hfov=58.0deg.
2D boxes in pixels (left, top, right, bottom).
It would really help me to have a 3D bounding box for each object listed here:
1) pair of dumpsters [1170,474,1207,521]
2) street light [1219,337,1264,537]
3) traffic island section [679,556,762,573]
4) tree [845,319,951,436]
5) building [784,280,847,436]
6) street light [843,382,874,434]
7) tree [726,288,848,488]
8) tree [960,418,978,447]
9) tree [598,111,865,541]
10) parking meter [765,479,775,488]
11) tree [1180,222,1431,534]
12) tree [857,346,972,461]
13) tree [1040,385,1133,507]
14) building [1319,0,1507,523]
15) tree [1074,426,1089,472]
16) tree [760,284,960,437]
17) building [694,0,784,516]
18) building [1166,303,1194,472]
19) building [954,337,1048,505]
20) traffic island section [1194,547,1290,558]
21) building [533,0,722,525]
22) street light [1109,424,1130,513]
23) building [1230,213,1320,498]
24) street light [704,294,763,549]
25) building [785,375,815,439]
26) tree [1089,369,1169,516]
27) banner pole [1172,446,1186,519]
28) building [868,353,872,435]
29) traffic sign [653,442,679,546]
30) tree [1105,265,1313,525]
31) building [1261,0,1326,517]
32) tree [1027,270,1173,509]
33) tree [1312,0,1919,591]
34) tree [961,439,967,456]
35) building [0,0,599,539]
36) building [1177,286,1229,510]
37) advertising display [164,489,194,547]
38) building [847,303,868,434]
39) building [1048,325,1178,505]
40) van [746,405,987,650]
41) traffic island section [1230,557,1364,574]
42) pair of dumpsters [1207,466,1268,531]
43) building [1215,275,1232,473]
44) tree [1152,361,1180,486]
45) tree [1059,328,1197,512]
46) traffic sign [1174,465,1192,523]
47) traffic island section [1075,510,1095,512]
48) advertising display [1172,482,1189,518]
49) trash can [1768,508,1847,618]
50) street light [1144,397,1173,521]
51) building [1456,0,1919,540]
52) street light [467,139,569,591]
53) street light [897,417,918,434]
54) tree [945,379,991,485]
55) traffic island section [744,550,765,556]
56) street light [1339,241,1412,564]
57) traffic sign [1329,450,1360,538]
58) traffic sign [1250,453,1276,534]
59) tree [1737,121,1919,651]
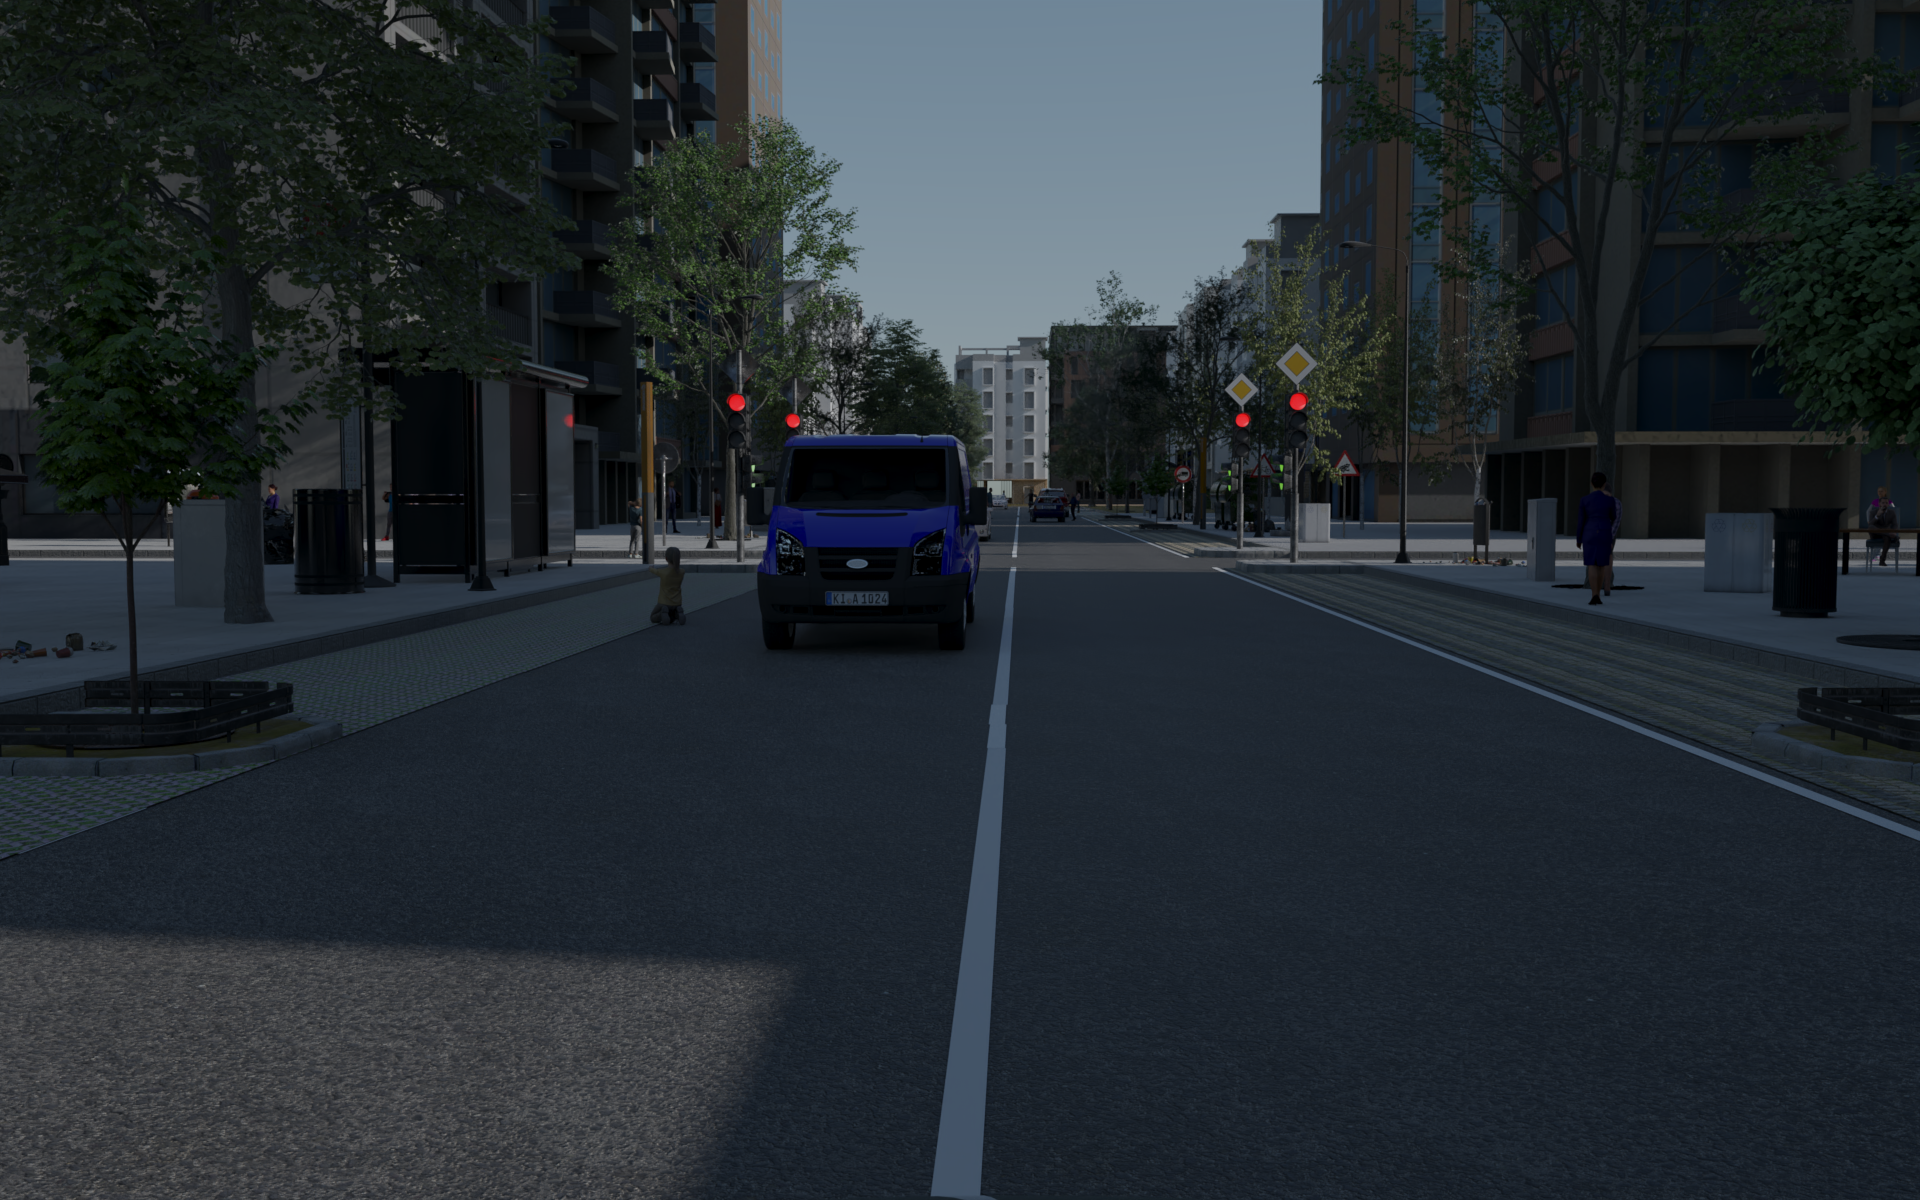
[{"bbox_3d":[11.357,-5.098,85.844,1.574,2.255,4.437,0,4,2],"label":"pair of dumpsters"},{"bbox_3d":[8.323,-4.812,51.216,1.470,5.913,1.316,0,4,2],"label":"street light"},{"bbox_3d":[-4.160,-0.636,32.687,2.009,0.180,2.903,0,4,2],"label":"traffic island section"},{"bbox_3d":[-4.155,-11.867,112.155,7.486,12.596,7.792,0,3,0],"label":"tree"},{"bbox_3d":[-18.638,-18.017,150.998,16.016,20.091,11.380,0,4,2],"label":"building"},{"bbox_3d":[-4.278,-6.094,72.186,1.470,5.913,1.316,0,4,2],"label":"street light"},{"bbox_3d":[-6.025,-6.773,61.101,4.737,8.622,4.395,0,3,0],"label":"tree"},{"bbox_3d":[-2.521,-13.314,152.094,7.601,10.594,8.767,2,4,26],"label":"tree"},{"bbox_3d":[-6.177,-7.433,47.277,9.928,11.665,9.643,0,3,0],"label":"tree"},{"bbox_3d":[-7.424,-3.787,67.623,0.255,1.863,0.399,-2,4,-34],"label":"parking meter"},{"bbox_3d":[9.290,-5.911,47.011,4.737,8.622,4.395,0,3,0],"label":"tree"},{"bbox_3d":[-3.392,-13.238,133.444,9.611,12.733,9.660,0,3,0],"label":"tree"},{"bbox_3d":[13.420,-15.876,176.583,9.611,12.733,9.660,0,3,0],"label":"tree"},{"bbox_3d":[25.518,-26.455,82.650,14.600,45.320,14.200,0,4,2],"label":"building"},{"bbox_3d":[14.457,-14.571,188.598,4.360,8.622,3.978,0,3,0],"label":"tree"},{"bbox_3d":[-5.898,-8.783,78.018,8.767,10.594,7.601,3,4,38],"label":"tree"},{"bbox_3d":[-18.643,-27.859,105.605,14.600,45.320,14.200,0,4,2],"label":"building"},{"bbox_3d":[29.308,-19.628,177.330,16.016,20.091,11.380,0,4,2],"label":"building"},{"bbox_3d":[5.092,-21.923,214.865,11.380,20.091,16.016,0,4,2],"label":"building"},{"bbox_3d":[6.533,-1.102,40.301,2.009,0.180,2.903,0,4,2],"label":"traffic island section"},{"bbox_3d":[-23.887,-26.221,83.331,22.147,44.769,28.867,0,4,2],"label":"building"},{"bbox_3d":[10.569,-8.691,114.636,1.470,5.913,1.316,0,4,2],"label":"street light"},{"bbox_3d":[28.094,-16.259,122.257,16.016,20.091,11.380,0,4,2],"label":"building"},{"bbox_3d":[-5.278,-4.155,40.472,1.470,5.913,1.316,0,4,2],"label":"street light"},{"bbox_3d":[-15.384,-11.582,131.505,9.099,9.664,28.070,0,4,2],"label":"building"},{"bbox_3d":[10.564,-9.163,100.175,4.360,8.622,3.978,0,3,0],"label":"tree"},{"bbox_3d":[11.382,-6.103,89.809,0.863,3.779,0.401,-2,4,-26],"label":"banner pole"},{"bbox_3d":[-14.986,-19.615,177.127,11.380,20.091,16.016,0,4,2],"label":"building"},{"bbox_3d":[-7.296,-2.602,42.641,0.768,2.556,0.104,0,4,7],"label":"traffic sign"},{"bbox_3d":[9.924,-8.365,71.183,8.767,10.594,7.601,-2,4,-26],"label":"tree"},{"bbox_3d":[34.581,-25.085,102.021,32.217,40.220,23.993,0,4,2],"label":"building"},{"bbox_3d":[12.130,-17.947,149.320,12.611,20.169,13.585,0,3,0],"label":"tree"},{"bbox_3d":[8.600,-5.944,22.935,9.928,11.665,9.643,0,3,0],"label":"tree"},{"bbox_3d":[-1.535,-13.743,175.060,4.360,8.622,3.978,0,3,0],"label":"tree"},{"bbox_3d":[-23.634,-37.871,57.437,20.563,71.187,20.611,0,4,2],"label":"building"},{"bbox_3d":[29.389,-17.694,155.755,16.747,18.905,31.486,0,4,2],"label":"building"},{"bbox_3d":[-19.039,-2.282,42.519,0.123,1.923,0.974,3,4,38],"label":"advertising display"},{"bbox_3d":[-17.431,-18.710,162.322,16.016,20.091,11.380,0,4,2],"label":"building"},{"bbox_3d":[27.691,-22.998,219.992,32.646,21.610,27.936,0,4,2],"label":"building"},{"bbox_3d":[-0.814,-0.815,17.705,2.240,2.365,5.245,0,4,2],"label":"van"},{"bbox_3d":[6.255,-0.614,32.320,2.009,0.180,2.903,0,4,2],"label":"traffic island section"},{"bbox_3d":[9.916,-3.613,61.569,1.574,2.255,4.437,0,4,2],"label":"pair of dumpsters"},{"bbox_3d":[28.094,-16.984,134.110,16.016,20.091,11.380,0,4,2],"label":"building"},{"bbox_3d":[10.755,-7.896,79.458,4.737,8.622,4.395,0,3,0],"label":"tree"},{"bbox_3d":[12.422,-13.249,126.995,12.009,13.543,11.850,0,3,0],"label":"tree"},{"bbox_3d":[9.902,-4.699,76.928,0.768,2.556,0.104,0,4,5],"label":"traffic sign"},{"bbox_3d":[10.064,-7.290,142.060,1.991,0.108,1.994,0,4,2],"label":"traffic island section"},{"bbox_3d":[12.056,-5.467,94.605,0.974,1.923,0.123,1,4,9],"label":"advertising display"},{"bbox_3d":[8.840,-0.395,18.105,0.748,1.137,0.748,0,3,0],"label":"trash can"},{"bbox_3d":[9.478,-6.751,82.925,1.470,5.913,1.316,0,4,2],"label":"street light"},{"bbox_3d":[32.064,-24.602,56.862,28.867,44.769,22.147,0,4,2],"label":"building"},{"bbox_3d":[-5.810,-3.075,22.810,1.470,5.913,1.316,0,4,2],"label":"street light"},{"bbox_3d":[-3.212,-8.034,103.898,1.470,5.913,1.316,0,4,2],"label":"street light"},{"bbox_3d":[-1.062,-17.271,189.039,9.857,13.997,8.962,0,3,0],"label":"tree"},{"bbox_3d":[-3.882,-1.125,40.667,2.009,0.180,2.903,0,4,2],"label":"traffic island section"},{"bbox_3d":[7.669,-3.635,31.966,1.470,5.913,1.316,0,4,2],"label":"street light"},{"bbox_3d":[11.328,-3.121,51.034,0.884,2.594,0.081,1,4,10],"label":"traffic sign"},{"bbox_3d":[9.620,-3.357,54.893,0.884,2.594,0.081,0,4,3],"label":"traffic sign"},{"bbox_3d":[8.343,-1.891,14.637,4.285,4.588,4.351,0,3,0],"label":"tree"}]
